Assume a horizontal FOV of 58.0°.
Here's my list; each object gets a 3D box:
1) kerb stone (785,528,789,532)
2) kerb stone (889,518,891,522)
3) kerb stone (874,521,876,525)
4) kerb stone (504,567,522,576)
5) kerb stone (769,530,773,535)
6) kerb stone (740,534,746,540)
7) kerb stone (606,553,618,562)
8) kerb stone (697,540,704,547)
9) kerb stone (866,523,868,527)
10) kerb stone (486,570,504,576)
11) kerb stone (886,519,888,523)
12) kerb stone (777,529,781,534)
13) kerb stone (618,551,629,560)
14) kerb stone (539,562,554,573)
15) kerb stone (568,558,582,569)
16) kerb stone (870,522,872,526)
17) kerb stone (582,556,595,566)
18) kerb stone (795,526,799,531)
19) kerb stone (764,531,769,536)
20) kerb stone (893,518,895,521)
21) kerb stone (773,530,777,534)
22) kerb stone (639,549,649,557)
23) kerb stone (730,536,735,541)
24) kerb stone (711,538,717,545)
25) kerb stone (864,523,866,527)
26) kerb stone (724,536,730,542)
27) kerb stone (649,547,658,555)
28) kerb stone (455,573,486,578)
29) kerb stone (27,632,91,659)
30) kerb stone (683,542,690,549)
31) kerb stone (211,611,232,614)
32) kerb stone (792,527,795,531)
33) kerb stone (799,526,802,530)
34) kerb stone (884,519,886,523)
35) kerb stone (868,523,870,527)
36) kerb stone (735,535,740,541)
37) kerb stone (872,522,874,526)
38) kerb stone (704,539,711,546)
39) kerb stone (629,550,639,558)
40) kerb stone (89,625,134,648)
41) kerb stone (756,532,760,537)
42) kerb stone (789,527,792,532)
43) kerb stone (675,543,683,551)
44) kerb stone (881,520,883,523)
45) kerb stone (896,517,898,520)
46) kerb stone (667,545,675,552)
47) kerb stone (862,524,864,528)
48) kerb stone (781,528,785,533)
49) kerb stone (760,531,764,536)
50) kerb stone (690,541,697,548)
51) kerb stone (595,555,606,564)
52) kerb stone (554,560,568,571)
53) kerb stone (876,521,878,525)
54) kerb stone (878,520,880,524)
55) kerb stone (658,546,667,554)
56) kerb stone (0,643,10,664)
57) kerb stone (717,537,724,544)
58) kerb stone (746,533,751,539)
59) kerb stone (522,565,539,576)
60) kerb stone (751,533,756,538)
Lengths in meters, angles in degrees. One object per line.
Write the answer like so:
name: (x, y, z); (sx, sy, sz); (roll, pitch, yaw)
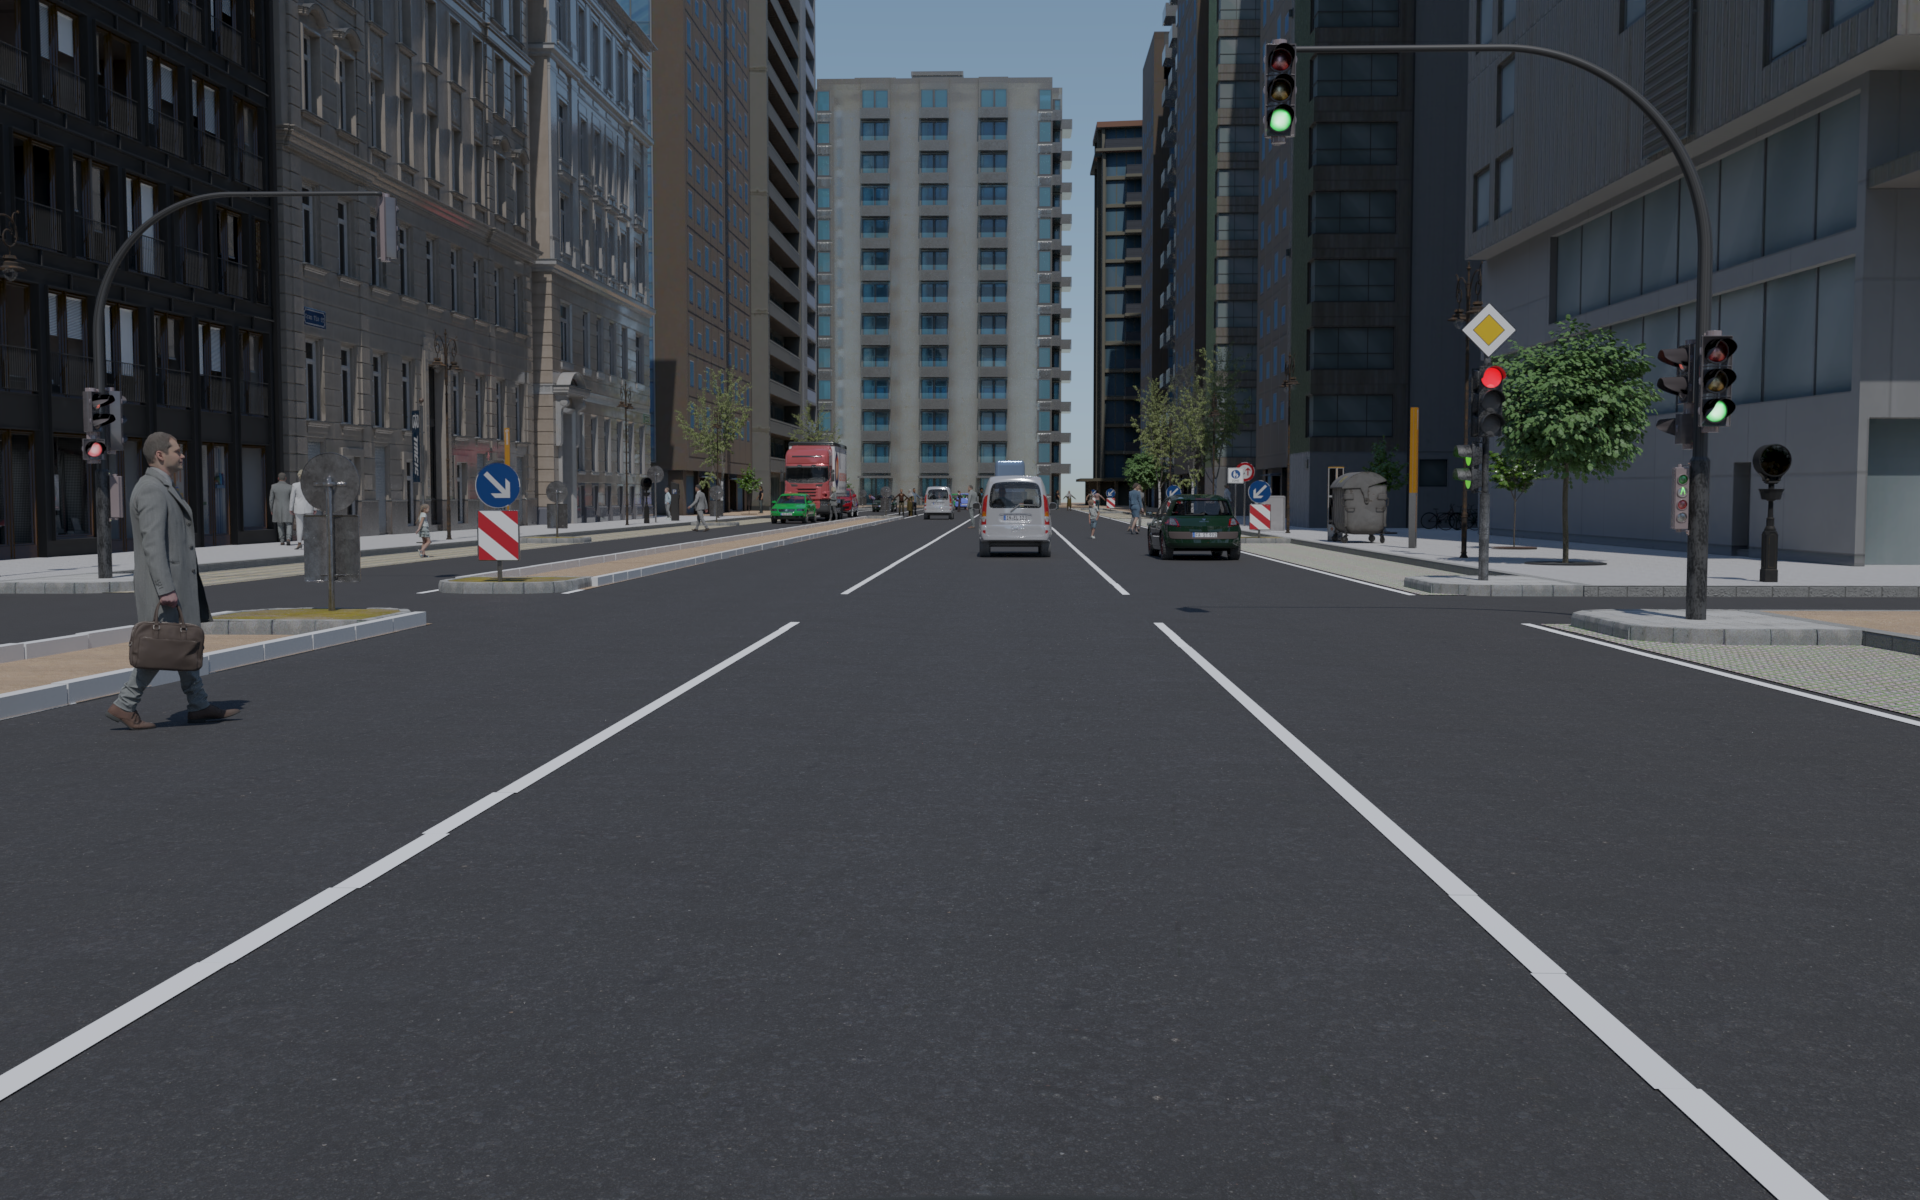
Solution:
kerb stone: (-6.570, -2.567, 64.164); (0.120, 0.150, 1.000); (0, 4, 2)
kerb stone: (-3.737, -4.006, 87.698); (0.120, 0.150, 1.000); (0, 4, 2)
kerb stone: (-4.020, -3.441, 78.483); (0.120, 0.150, 1.000); (0, 4, 2)
kerb stone: (-7.655, -0.433, 29.301); (0.120, 0.150, 1.000); (0, 4, 2)
kerb stone: (-6.700, -2.316, 60.056); (0.120, 0.150, 1.000); (0, 4, 2)
kerb stone: (-6.889, -1.940, 53.917); (0.120, 0.150, 1.000); (0, 4, 2)
kerb stone: (-7.436, -0.870, 36.482); (0.120, 0.150, 1.000); (0, 4, 2)
kerb stone: (-7.117, -1.501, 46.735); (0.120, 0.150, 1.000); (0, 4, 2)
kerb stone: (-4.151, -3.192, 74.383); (0.120, 0.150, 1.000); (0, 4, 2)
kerb stone: (-7.692, -0.372, 28.280); (0.120, 0.150, 1.000); (0, 4, 2)
kerb stone: (-3.803, -3.881, 85.647); (0.120, 0.150, 1.000); (0, 4, 2)
kerb stone: (-6.635, -2.440, 62.116); (0.120, 0.150, 1.000); (0, 4, 2)
kerb stone: (-7.395, -0.936, 37.508); (0.120, 0.150, 1.000); (0, 4, 2)
kerb stone: (-7.594, -0.560, 31.353); (0.120, 0.150, 1.000); (0, 4, 2)
kerb stone: (-7.531, -0.685, 33.403); (0.120, 0.150, 1.000); (0, 4, 2)
kerb stone: (-4.086, -3.317, 76.435); (0.120, 0.150, 1.000); (0, 4, 2)
kerb stone: (-7.497, -0.748, 34.430); (0.120, 0.150, 1.000); (0, 4, 2)
kerb stone: (-6.475, -2.756, 67.249); (0.120, 0.150, 1.000); (0, 4, 2)
kerb stone: (-6.726, -2.253, 59.030); (0.120, 0.150, 1.000); (0, 4, 2)
kerb stone: (-3.644, -4.194, 90.764); (0.120, 0.150, 1.000); (0, 4, 2)
kerb stone: (-6.666, -2.378, 61.084); (0.120, 0.150, 1.000); (0, 4, 2)
kerb stone: (-7.339, -1.062, 39.561); (0.120, 0.150, 1.000); (0, 4, 2)
kerb stone: (-6.949, -1.815, 51.866); (0.120, 0.150, 1.000); (0, 4, 2)
kerb stone: (-7.051, -1.626, 48.792); (0.120, 0.150, 1.000); (0, 4, 2)
kerb stone: (-4.181, -3.129, 73.357); (0.120, 0.150, 1.000); (0, 4, 2)
kerb stone: (-6.982, -1.752, 50.844); (0.120, 0.150, 1.000); (0, 4, 2)
kerb stone: (-7.305, -1.122, 40.587); (0.120, 0.150, 1.000); (0, 4, 2)
kerb stone: (-7.719, -0.310, 27.258); (0.120, 0.150, 1.000); (0, 4, 2)
kerb stone: (-8.083, 0.423, 15.412); (0.120, 0.150, 1.000); (0, 4, 2)
kerb stone: (-7.176, -1.375, 44.683); (0.120, 0.150, 1.000); (0, 4, 2)
kerb stone: (-7.991, 0.227, 18.481); (0.120, 0.150, 1.000); (0, 4, 2)
kerb stone: (-6.510, -2.692, 66.216); (0.120, 0.150, 1.000); (0, 4, 2)
kerb stone: (-6.444, -2.818, 68.271); (0.120, 0.150, 1.000); (0, 4, 2)
kerb stone: (-3.837, -3.817, 84.626); (0.120, 0.150, 1.000); (0, 4, 2)
kerb stone: (-4.122, -3.255, 75.413); (0.120, 0.150, 1.000); (0, 4, 2)
kerb stone: (-6.921, -1.876, 52.890); (0.120, 0.150, 1.000); (0, 4, 2)
kerb stone: (-4.054, -3.378, 77.460); (0.120, 0.150, 1.000); (0, 4, 2)
kerb stone: (-7.077, -1.559, 47.763); (0.120, 0.150, 1.000); (0, 4, 2)
kerb stone: (-7.368, -0.999, 38.529); (0.120, 0.150, 1.000); (0, 4, 2)
kerb stone: (-8.061, 0.353, 16.434); (0.120, 0.150, 1.000); (0, 4, 2)
kerb stone: (-6.803, -2.124, 56.983); (0.120, 0.150, 1.000); (0, 4, 2)
kerb stone: (-6.541, -2.625, 65.186); (0.120, 0.150, 1.000); (0, 4, 2)
kerb stone: (-7.214, -1.309, 43.661); (0.120, 0.150, 1.000); (0, 4, 2)
kerb stone: (-3.903, -3.692, 82.577); (0.120, 0.150, 1.000); (0, 4, 2)
kerb stone: (-3.573, -4.319, 92.818); (0.120, 0.150, 1.000); (0, 4, 2)
kerb stone: (-7.240, -1.249, 42.639); (0.120, 0.150, 1.000); (0, 4, 2)
kerb stone: (-4.218, -3.066, 72.334); (0.120, 0.150, 1.000); (0, 4, 2)
kerb stone: (-6.607, -2.498, 63.140); (0.120, 0.150, 1.000); (0, 4, 2)
kerb stone: (-6.767, -2.186, 58.005); (0.120, 0.150, 1.000); (0, 4, 2)
kerb stone: (-7.151, -1.438, 45.707); (0.120, 0.150, 1.000); (0, 4, 2)
kerb stone: (-7.472, -0.811, 35.452); (0.120, 0.150, 1.000); (0, 4, 2)
kerb stone: (-7.563, -0.623, 32.378); (0.120, 0.150, 1.000); (0, 4, 2)
kerb stone: (-3.994, -3.503, 79.505); (0.120, 0.150, 1.000); (0, 4, 2)
kerb stone: (-3.957, -3.567, 80.533); (0.120, 0.150, 1.000); (0, 4, 2)
kerb stone: (-7.272, -1.188, 41.612); (0.120, 0.150, 1.000); (0, 4, 2)
kerb stone: (-8.121, 0.477, 14.390); (0.120, 0.150, 1.000); (0, 4, 2)
kerb stone: (-7.020, -1.689, 49.823); (0.120, 0.150, 1.000); (0, 4, 2)
kerb stone: (-6.858, -2.001, 54.939); (0.120, 0.150, 1.000); (0, 4, 2)
kerb stone: (-7.620, -0.495, 30.326); (0.120, 0.150, 1.000); (0, 4, 2)
kerb stone: (-6.823, -2.065, 55.961); (0.120, 0.150, 1.000); (0, 4, 2)
